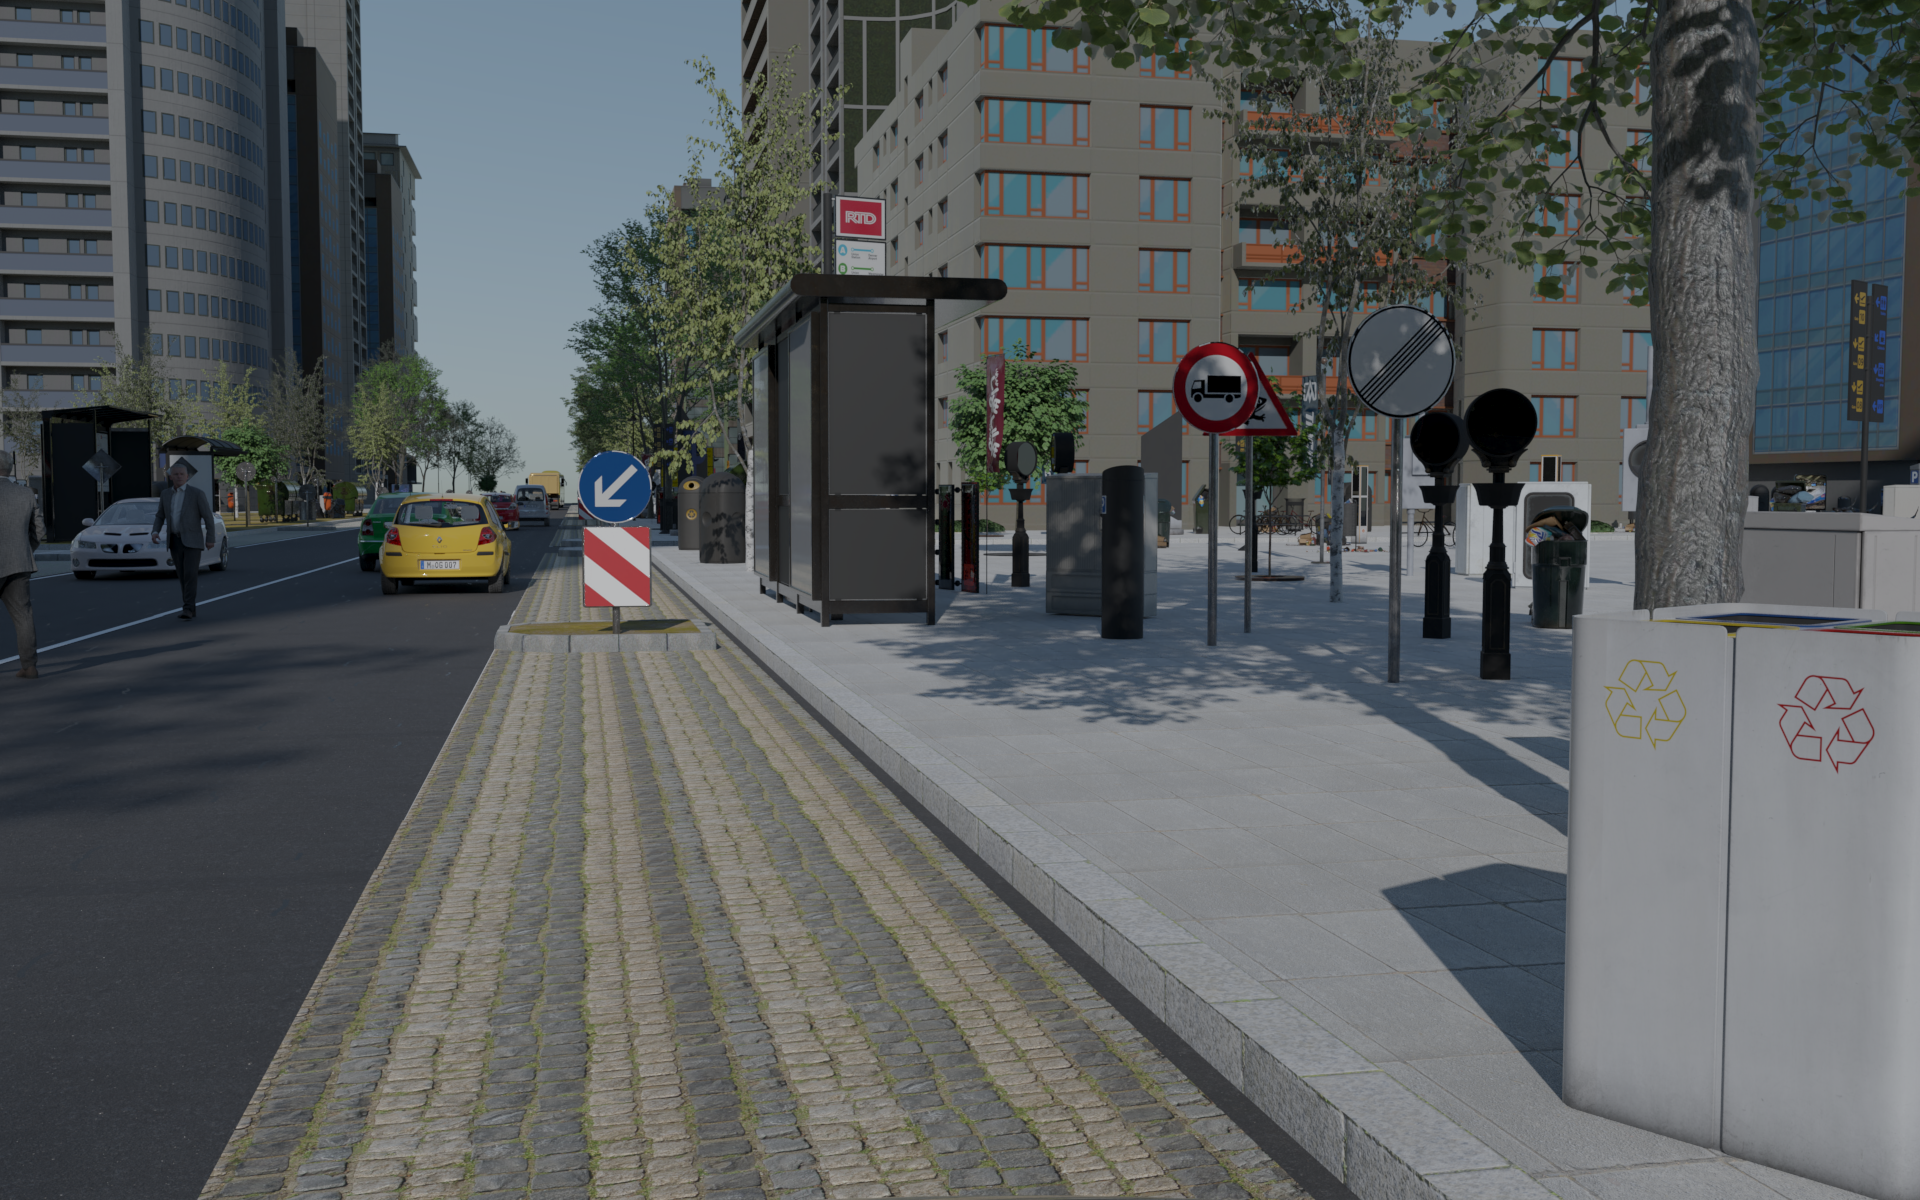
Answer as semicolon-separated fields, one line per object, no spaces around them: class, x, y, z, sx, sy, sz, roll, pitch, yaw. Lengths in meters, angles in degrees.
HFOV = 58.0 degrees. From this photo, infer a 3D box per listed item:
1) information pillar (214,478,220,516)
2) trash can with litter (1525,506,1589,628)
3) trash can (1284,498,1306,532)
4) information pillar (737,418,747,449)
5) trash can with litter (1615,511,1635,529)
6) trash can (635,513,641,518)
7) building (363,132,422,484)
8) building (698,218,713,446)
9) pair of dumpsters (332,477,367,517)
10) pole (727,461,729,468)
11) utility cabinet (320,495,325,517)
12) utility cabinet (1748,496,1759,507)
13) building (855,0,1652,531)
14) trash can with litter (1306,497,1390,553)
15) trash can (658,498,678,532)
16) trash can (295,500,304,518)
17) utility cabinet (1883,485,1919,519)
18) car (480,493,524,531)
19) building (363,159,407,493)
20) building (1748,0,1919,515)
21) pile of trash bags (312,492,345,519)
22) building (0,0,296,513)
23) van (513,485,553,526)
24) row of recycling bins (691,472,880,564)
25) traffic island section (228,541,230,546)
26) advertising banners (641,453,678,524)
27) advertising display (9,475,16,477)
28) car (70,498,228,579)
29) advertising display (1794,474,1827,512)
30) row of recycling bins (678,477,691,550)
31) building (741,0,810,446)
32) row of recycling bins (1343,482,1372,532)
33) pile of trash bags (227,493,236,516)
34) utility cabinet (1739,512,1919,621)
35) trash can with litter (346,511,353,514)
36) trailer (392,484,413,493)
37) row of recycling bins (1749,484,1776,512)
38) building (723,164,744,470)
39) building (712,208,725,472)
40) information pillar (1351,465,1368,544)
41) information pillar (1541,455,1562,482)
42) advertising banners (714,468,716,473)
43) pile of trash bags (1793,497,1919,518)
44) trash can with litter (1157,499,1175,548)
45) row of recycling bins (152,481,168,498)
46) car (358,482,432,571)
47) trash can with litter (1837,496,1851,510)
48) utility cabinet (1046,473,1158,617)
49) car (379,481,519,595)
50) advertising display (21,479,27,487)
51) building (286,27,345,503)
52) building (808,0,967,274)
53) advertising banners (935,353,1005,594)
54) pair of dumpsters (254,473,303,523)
information pillar;-34.553;-4.643;80.412;0.304;2.012;0.304;-3;5;-39
trash can with litter;5.720;-0.333;16.833;0.624;1.170;1.055;0;4;8
trash can;11.454;-2.912;59.263;0.748;1.137;0.748;0;3;0
information pillar;-6.715;-3.796;53.419;0.183;3.616;0.504;-3;4;-38
trash can with litter;24.642;-3.218;63.678;1.678;1.210;2.233;1;4;13
trash can;-17.191;-4.894;91.664;0.748;1.137;0.748;0;3;0
building;-94.333;-40.636;253.642;28.713;52.752;27.495;-1;4;-12
building;-19.694;-25.137;182.693;14.160;30.474;14.107;-1;4;-12
pair of dumpsters;-34.867;-5.889;98.778;1.574;2.255;4.437;-1;4;-12
pole;-14.190;-6.864;106.077;0.158;3.312;0.155;0;3;0
utility cabinet;-34.414;-5.036;93.502;0.306;1.237;1.020;-1;4;-21
utility cabinet;26.817;-2.926;59.004;1.020;1.237;0.306;-3;5;-40
building;11.835;-14.154;76.458;28.899;21.520;27.650;-1;4;-12
trash can with litter;8.896;-1.669;38.349;2.233;1.210;1.678;1;4;23
trash can;-9.724;-2.828;57.886;0.748;1.137;0.748;0;3;0
trash can;-35.859;-5.052;94.253;0.748;1.137;0.748;0;3;0
utility cabinet;22.934;-2.049;42.186;1.173;1.500;0.318;-2;4;-32
car;-18.570;-3.687;69.323;2.155;1.783;4.494;-1;4;-14
building;-83.078;-35.736;234.398;14.600;45.320;14.200;-1;4;-12
building;45.038;-26.144;77.569;14.200;45.320;14.600;-1;4;-12
pile of trash bags;-33.116;-4.939;90.502;1.912;1.369;3.447;-2;4;-24
building;-62.729;-35.795;127.243;21.231;58.520;28.212;-1;4;-12
van;-19.312;-4.336;77.903;2.013;2.044;4.112;-1;4;-14
row of recycling bins;-3.170;-1.568;32.744;3.534;1.692;1.069;-2;4;-26
traffic island section;-20.722;-1.462;46.185;2.009;0.180;2.903;-1;4;-12
advertising banners;-12.809;-4.785;74.421;2.074;3.025;0.090;1;4;23
advertising display;-32.500;-3.284;58.903;0.123;1.923;0.974;1;4;18
car;-14.348;-1.131;30.858;2.083;1.381;4.827;-1;4;-12
advertising display;27.724;-3.137;56.506;0.974;1.923;0.123;1;4;10
row of recycling bins;-4.948;-1.957;39.111;3.534;1.692;1.069;2;4;33
building;-5.653;-31.448;137.869;21.300;48.544;21.600;-1;4;-12
row of recycling bins;13.594;-3.247;60.197;1.069;1.692;3.534;0;4;4
pile of trash bags;-43.846;-5.567;100.768;3.447;1.369;1.912;-2;4;-29
utility cabinet;3.034;0.294;6.361;0.306;1.237;1.020;-1;4;-15
trash can with litter;-38.704;-5.978;109.133;1.055;1.170;0.624;-1;4;-16
trailer;-32.612;-5.758;101.191;1.471;1.999;3.904;-1;4;-13
row of recycling bins;46.149;-5.567;98.127;1.069;1.692;3.534;-1;4;-13
building;-13.143;-23.448;155.080;14.160;30.474;14.107;-1;4;-12
building;-16.164;-24.290;168.834;14.160;30.474;14.107;-1;4;-12
information pillar;10.290;-2.454;44.612;0.304;2.012;0.304;-2;4;-35
information pillar;11.114;-1.719;32.602;0.304;2.012;0.304;2;4;32
advertising banners;-16.047;-7.394;117.075;2.074;3.025;0.090;-2;4;-33
pile of trash bags;14.327;-1.047;26.870;3.447;1.369;1.912;-1;4;-22
trash can with litter;4.823;-1.826;41.248;0.624;1.170;1.055;0;4;5
row of recycling bins;-26.001;-3.000;56.160;1.069;1.692;3.534;-2;4;-30
car;-10.558;-1.523;33.698;1.959;1.807;4.718;-1;4;-12
trash can with litter;35.259;-3.602;69.945;2.233;1.210;1.678;0;4;-2
utility cabinet;1.472;-0.579;18.140;1.173;1.500;0.318;2;4;34
car;-7.731;-0.979;26.228;2.015;1.641;3.980;-1;4;-12
advertising display;-41.243;-4.304;75.588;0.974;1.923;0.123;-3;5;-40
building;-68.925;-31.784;169.779;14.600;45.320;14.200;-1;4;-12
building;-0.617;-41.288;113.315;20.563;71.187;20.611;-1;4;-12
advertising banners;0.122;-1.612;22.536;0.090;3.025;2.074;-2;4;-25
pair of dumpsters;-31.301;-4.714;79.569;1.574;2.255;4.437;-1;4;-12
